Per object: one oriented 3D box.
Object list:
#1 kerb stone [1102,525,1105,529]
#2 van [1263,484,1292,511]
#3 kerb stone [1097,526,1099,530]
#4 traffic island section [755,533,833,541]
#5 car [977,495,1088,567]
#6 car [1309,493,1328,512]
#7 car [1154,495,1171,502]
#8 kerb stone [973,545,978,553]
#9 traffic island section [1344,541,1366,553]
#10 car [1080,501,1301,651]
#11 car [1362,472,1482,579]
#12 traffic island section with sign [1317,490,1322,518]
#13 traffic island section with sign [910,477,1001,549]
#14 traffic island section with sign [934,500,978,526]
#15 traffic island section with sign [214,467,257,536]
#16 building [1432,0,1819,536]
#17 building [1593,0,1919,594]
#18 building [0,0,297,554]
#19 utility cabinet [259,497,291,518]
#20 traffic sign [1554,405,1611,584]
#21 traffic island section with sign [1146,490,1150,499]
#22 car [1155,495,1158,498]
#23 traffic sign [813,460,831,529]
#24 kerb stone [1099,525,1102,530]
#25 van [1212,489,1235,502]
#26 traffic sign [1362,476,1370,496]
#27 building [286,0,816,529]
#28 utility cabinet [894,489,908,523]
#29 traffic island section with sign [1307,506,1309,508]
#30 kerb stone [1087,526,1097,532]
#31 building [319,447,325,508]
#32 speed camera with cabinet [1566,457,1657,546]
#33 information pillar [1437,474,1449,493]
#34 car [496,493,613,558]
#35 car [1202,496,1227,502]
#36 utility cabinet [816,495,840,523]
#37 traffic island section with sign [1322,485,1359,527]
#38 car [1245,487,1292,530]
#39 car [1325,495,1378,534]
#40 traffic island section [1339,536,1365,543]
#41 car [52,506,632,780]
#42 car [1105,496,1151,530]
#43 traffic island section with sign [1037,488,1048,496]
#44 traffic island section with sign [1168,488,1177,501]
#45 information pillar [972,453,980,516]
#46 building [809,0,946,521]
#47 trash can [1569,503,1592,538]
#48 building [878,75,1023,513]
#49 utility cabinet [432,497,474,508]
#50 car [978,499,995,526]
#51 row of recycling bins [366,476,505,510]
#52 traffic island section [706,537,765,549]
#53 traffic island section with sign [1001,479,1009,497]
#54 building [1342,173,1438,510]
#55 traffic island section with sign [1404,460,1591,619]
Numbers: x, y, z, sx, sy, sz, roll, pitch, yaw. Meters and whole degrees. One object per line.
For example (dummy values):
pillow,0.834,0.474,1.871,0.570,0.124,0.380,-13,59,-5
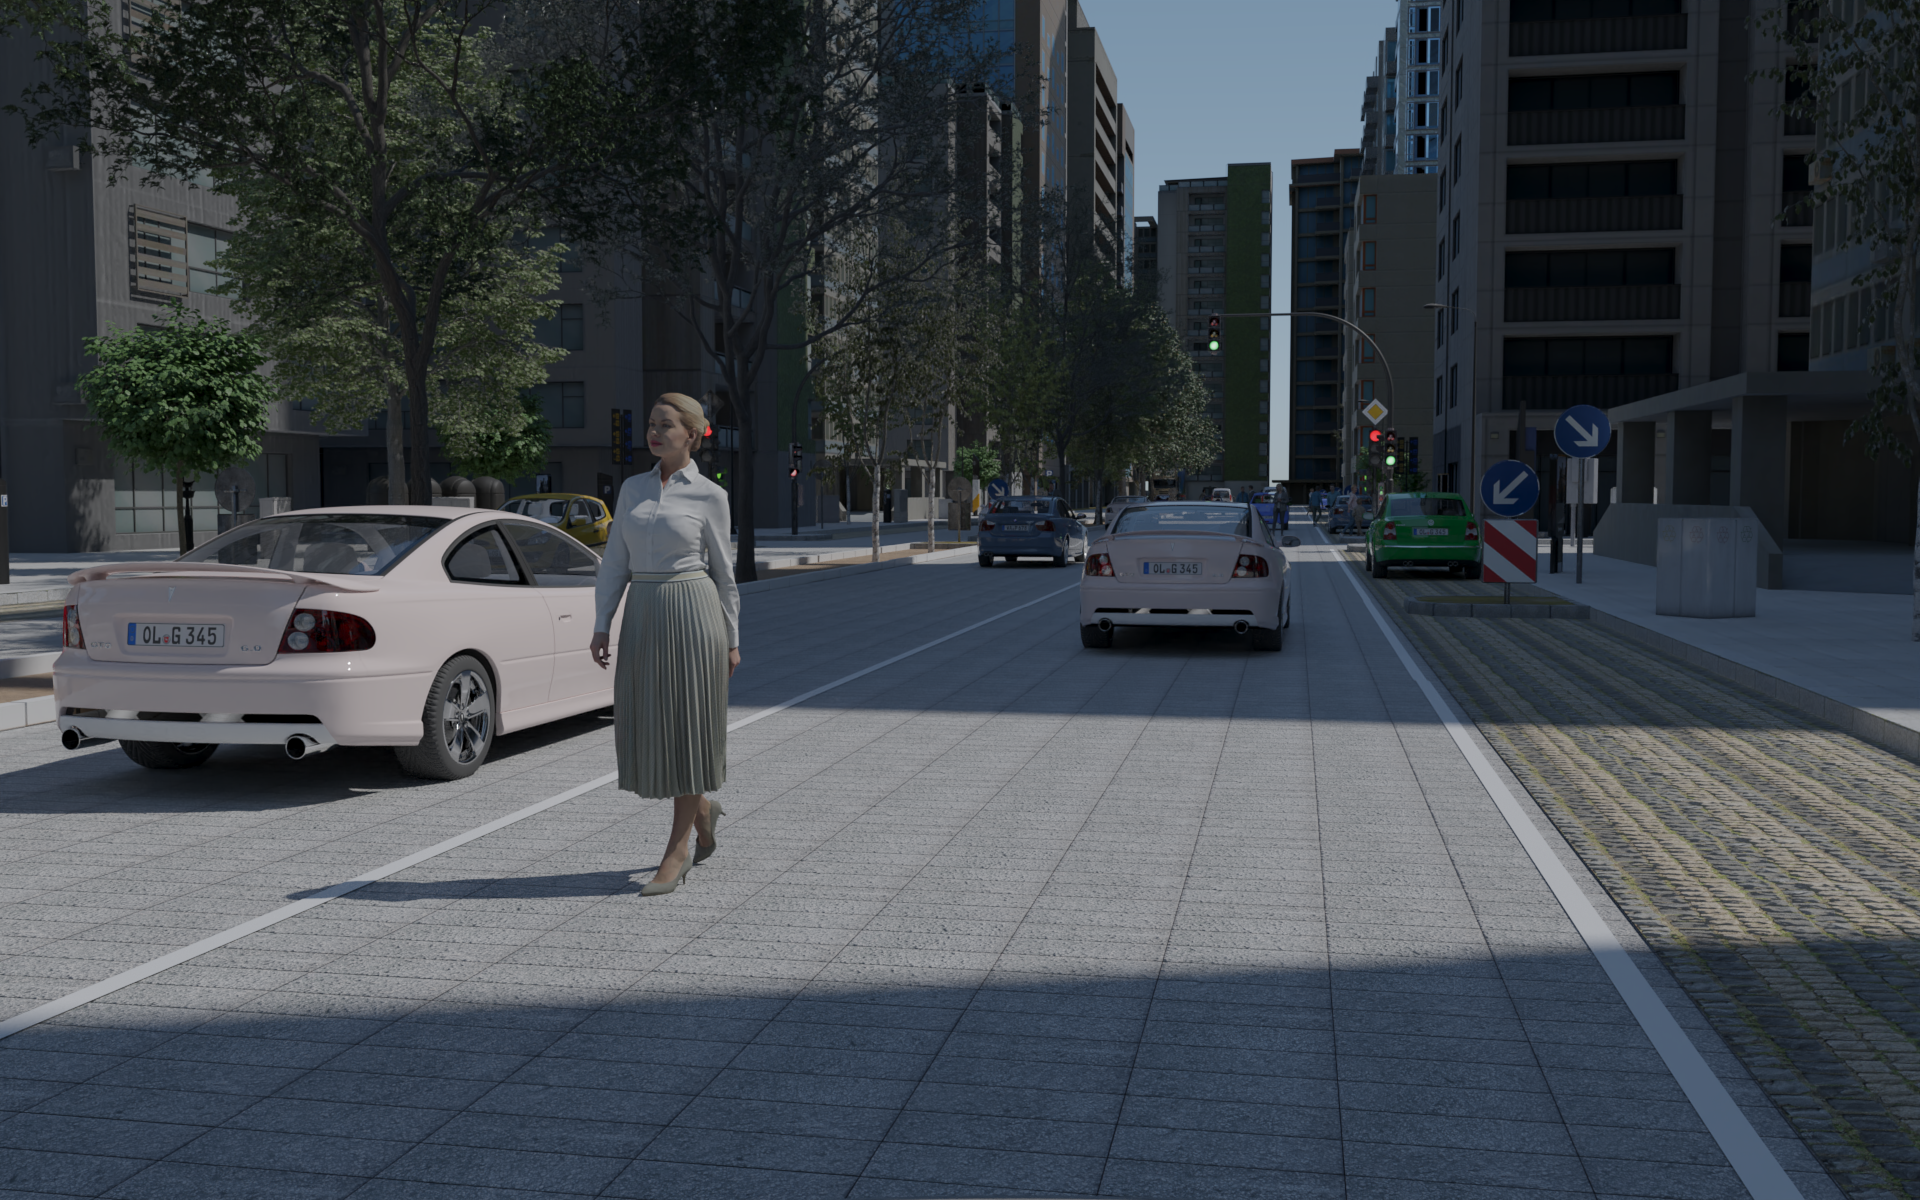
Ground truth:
kerb stone,5.653,-2.929,70.091,0.120,0.150,1.000,1,4,11
van,17.971,-5.628,99.026,2.013,2.044,4.112,1,4,9
kerb stone,5.261,-2.802,68.078,0.120,0.150,1.000,1,4,11
traffic island section,-5.208,-1.965,54.401,2.009,0.180,2.903,1,4,11
car,1.505,-1.421,35.235,2.014,1.417,4.499,1,4,12
car,28.451,-7.750,136.302,1.945,1.707,3.694,1,4,9
car,18.443,-8.838,157.082,1.945,1.354,3.894,1,4,12
kerb stone,0.304,-1.232,42.358,0.120,0.150,1.000,1,4,11
traffic island section,10.701,-1.280,43.208,2.009,0.180,2.903,1,4,11
car,2.333,-0.302,17.297,2.083,1.381,4.827,1,4,12
car,8.104,-1.326,30.476,1.959,1.807,4.718,1,4,11
traffic island section with sign,22.095,-5.725,102.227,1.989,1.847,2.006,1,4,11
traffic island section with sign,-0.136,-2.287,45.534,2.006,1.907,1.989,1,4,11
traffic island section with sign,-0.076,-4.317,79.214,1.989,1.847,2.006,1,4,11
traffic island section with sign,-10.620,-0.974,24.556,1.989,1.847,2.006,1,4,11
building,27.734,-37.914,58.151,20.611,71.187,20.563,1,4,11
building,27.963,-20.421,25.758,32.217,40.220,23.993,1,4,11
building,-23.853,-22.038,43.916,14.086,41.232,14.154,1,4,11
utility cabinet,-13.680,-1.434,34.610,0.306,1.237,1.020,0,4,-3
traffic sign,8.884,-1.509,24.774,0.768,2.556,0.104,1,4,19
traffic island section with sign,19.513,-10.532,180.826,1.989,1.847,2.006,1,4,11
car,19.291,-9.296,164.350,2.083,1.381,4.827,1,4,12
traffic sign,-5.083,-3.898,63.833,0.768,2.556,0.104,1,4,14
kerb stone,5.458,-2.865,69.081,0.120,0.150,1.000,1,4,11
van,20.035,-7.677,132.533,2.013,2.044,4.112,1,4,10
traffic sign,22.320,-5.773,94.497,0.768,2.556,0.104,1,4,19
building,-13.949,-23.186,62.686,14.154,41.232,14.086,1,4,11
utility cabinet,-2.623,-4.192,77.214,0.318,1.500,1.173,1,4,16
traffic island section with sign,31.498,-8.706,150.967,1.989,1.847,2.006,1,4,11
kerb stone,5.075,-2.745,67.073,0.120,0.150,1.000,1,4,11
building,-28.328,-25.393,65.294,14.200,45.320,14.600,1,4,11
speed camera with cabinet,15.838,-2.923,42.121,2.038,3.252,0.660,2,4,29
information pillar,17.433,-3.553,62.580,0.304,2.012,0.304,-1,4,-13
car,-7.334,-1.240,30.495,2.015,1.641,3.980,1,4,9
car,17.204,-6.442,117.912,1.945,1.354,3.894,1,4,9
utility cabinet,-5.885,-4.031,77.067,1.020,1.237,0.306,-2,4,-24
traffic island section with sign,16.984,-4.106,75.759,1.989,1.847,2.006,1,4,11
car,12.461,-3.703,70.128,1.945,1.707,3.694,1,4,11
car,14.270,-3.110,62.850,2.014,1.417,4.499,1,4,11
traffic island section,12.213,-1.760,51.049,2.009,0.180,2.903,1,4,11
car,-3.078,0.132,10.200,2.083,1.381,4.827,1,4,13
car,6.893,-3.484,69.329,2.083,1.381,4.827,1,4,12
traffic island section with sign,5.022,-5.936,105.685,1.989,1.847,2.006,1,4,11
traffic island section with sign,15.495,-7.245,126.592,2.006,1.907,1.989,1,4,11
information pillar,0.914,-6.620,99.595,0.504,3.616,0.183,3,5,44
building,-17.615,-24.405,90.905,32.217,40.220,23.993,1,4,11
trash can,18.262,-2.405,50.976,0.748,1.137,0.748,0,3,0
building,-3.556,-21.490,123.069,14.160,30.474,14.107,1,4,11
utility cabinet,-10.939,-1.585,37.070,1.020,1.237,0.306,0,4,4
car,1.942,-3.569,70.718,2.083,1.381,4.827,1,4,10
row of recycling bins,-11.911,-1.991,39.665,1.069,1.692,3.534,3,4,36
traffic island section,-6.720,-1.485,46.560,2.009,0.180,2.903,1,4,11
traffic island section with sign,1.276,-2.732,52.806,2.006,1.907,1.989,1,4,11
building,37.968,-15.950,105.822,27.650,21.520,28.899,1,4,11
traffic island section with sign,6.396,-0.746,20.817,1.989,1.847,2.006,1,4,11
